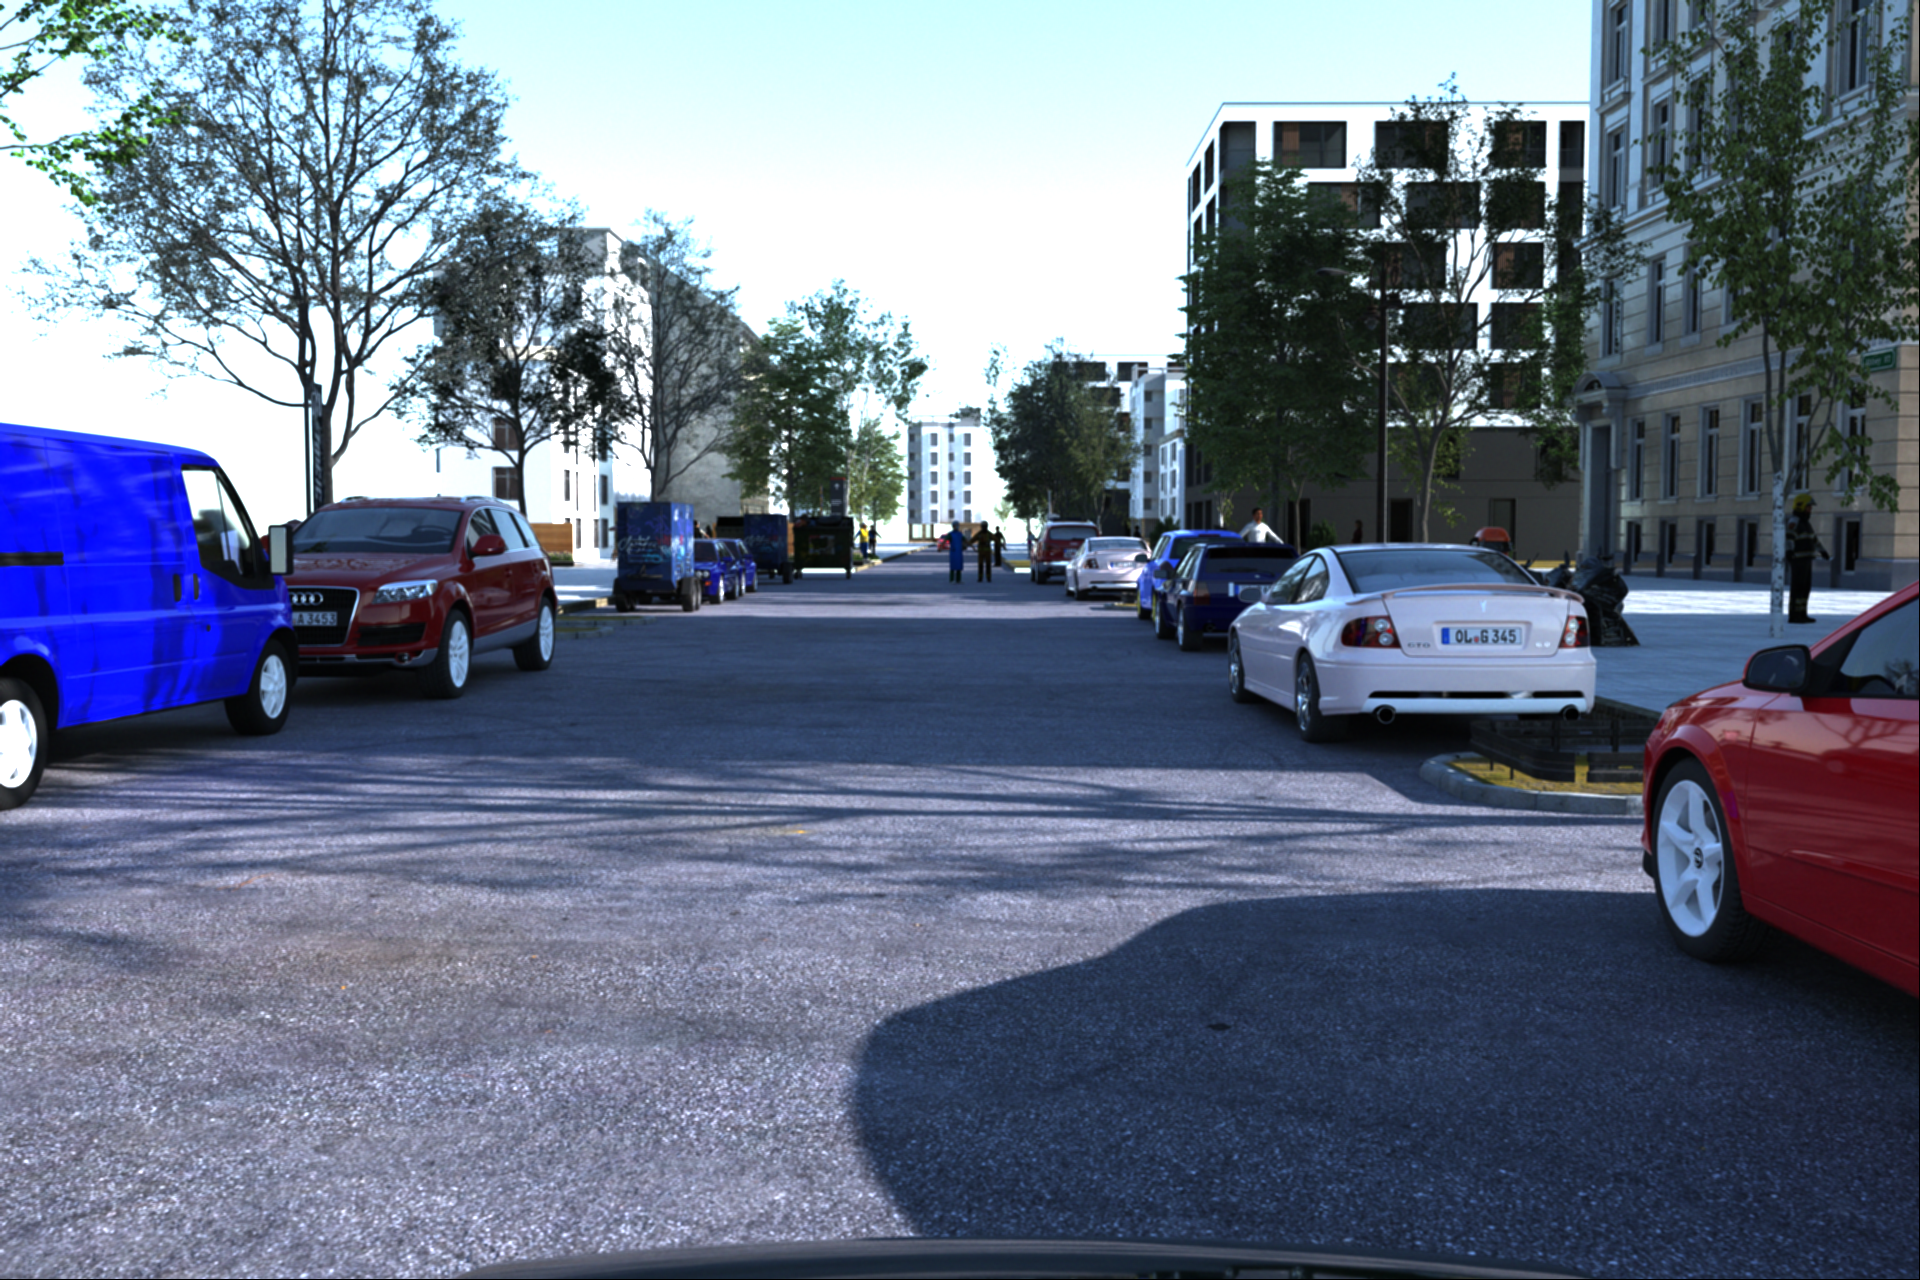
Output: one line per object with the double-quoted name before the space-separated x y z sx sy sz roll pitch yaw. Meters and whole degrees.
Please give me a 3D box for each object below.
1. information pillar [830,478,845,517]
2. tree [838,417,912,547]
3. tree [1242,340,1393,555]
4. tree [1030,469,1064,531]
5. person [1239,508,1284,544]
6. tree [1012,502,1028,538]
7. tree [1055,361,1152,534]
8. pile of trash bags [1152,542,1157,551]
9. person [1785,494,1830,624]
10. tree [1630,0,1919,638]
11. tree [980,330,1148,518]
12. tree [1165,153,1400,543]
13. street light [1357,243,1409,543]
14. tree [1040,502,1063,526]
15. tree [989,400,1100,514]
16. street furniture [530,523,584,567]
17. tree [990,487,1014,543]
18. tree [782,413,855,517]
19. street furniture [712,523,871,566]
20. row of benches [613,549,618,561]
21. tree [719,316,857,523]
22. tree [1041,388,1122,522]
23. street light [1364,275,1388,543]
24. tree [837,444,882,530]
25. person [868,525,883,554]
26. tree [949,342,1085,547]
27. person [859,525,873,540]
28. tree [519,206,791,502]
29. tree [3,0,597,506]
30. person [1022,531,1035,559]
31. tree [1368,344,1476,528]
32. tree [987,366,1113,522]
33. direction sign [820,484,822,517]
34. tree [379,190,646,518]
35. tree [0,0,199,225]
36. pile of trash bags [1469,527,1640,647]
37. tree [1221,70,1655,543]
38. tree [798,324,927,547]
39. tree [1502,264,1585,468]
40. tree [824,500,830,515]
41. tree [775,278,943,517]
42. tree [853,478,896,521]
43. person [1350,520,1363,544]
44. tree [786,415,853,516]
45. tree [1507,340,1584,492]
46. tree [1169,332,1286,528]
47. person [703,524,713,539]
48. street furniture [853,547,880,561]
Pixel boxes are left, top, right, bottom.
"information pillar" -5.619 -5.523 79.685 0.750 3.857 0.750 0 4 1
"tree" -8.362 -15.257 167.581 7.486 12.596 7.792 0 3 0
"tree" 14.574 -8.526 73.818 8.767 10.594 7.601 2 4 30
"tree" 7.295 -11.588 139.830 4.737 8.622 4.395 0 3 0
"person" 6.045 -1.774 35.166 1.344 1.810 0.704 -1 4 -21
"tree" 9.988 -19.043 261.715 4.737 8.622 4.395 0 3 0
"tree" 5.941 -7.544 73.703 4.360 8.622 3.978 0 3 0
"pile of trash bags" 7.385 -2.964 58.206 1.912 1.369 3.447 0 4 0
"person" 12.132 -1.171 24.919 1.351 1.858 0.704 -3 5 -43
"tree" 10.184 -4.314 20.900 4.737 8.622 4.395 0 3 0
"tree" 6.405 -11.939 105.571 12.009 13.543 11.850 0 3 0
"tree" 9.766 -8.209 52.350 7.486 12.596 7.792 0 3 0
"street light" 6.761 -3.367 27.837 0.468 5.910 1.993 0 3 0
"tree" 7.742 -12.621 156.718 4.737 8.622 4.395 0 3 0
"tree" 6.284 -11.381 120.495 7.601 10.594 8.767 2 4 34
"street furniture" -19.700 -3.860 69.967 9.812 1.723 11.010 -1 4 -11
"tree" 6.598 -18.708 256.236 4.737 8.622 4.395 0 3 0
"tree" -8.449 -9.166 100.221 4.737 8.622 4.395 0 3 0
"street furniture" -6.687 -3.941 71.292 11.010 1.723 9.812 0 4 -4
"row of benches" -15.610 -4.186 83.901 1.422 0.672 4.104 1 4 18
"tree" -9.110 -10.571 90.955 7.486 12.596 7.792 0 3 0
"tree" 6.501 -8.360 87.043 4.360 8.622 3.978 0 3 0
"street light" 7.997 -3.541 30.433 1.470 5.913 1.316 0 3 0
"tree" -8.661 -11.564 139.434 4.737 8.622 4.395 0 3 0
"person" -5.173 -5.839 101.401 1.347 1.837 0.705 1 4 8
"tree" 5.751 -19.288 171.246 12.611 20.169 13.585 0 3 0
"person" -5.437 -5.713 99.596 0.705 1.806 1.347 -3 4 -37
"tree" -11.303 -9.407 64.179 12.009 13.543 11.850 0 3 0
"tree" -12.094 -7.502 33.027 12.009 13.543 11.850 0 3 0
"person" 3.603 -4.949 90.188 0.599 1.433 0.991 3 5 44
"tree" 17.436 -7.020 65.141 4.737 8.622 4.395 0 3 0
"tree" 7.019 -13.706 130.749 9.857 13.997 8.962 0 3 0
"direction sign" -6.261 -5.270 78.167 0.379 3.537 0.876 0 4 1
"tree" -12.354 -6.933 47.761 7.601 10.594 8.767 -1 4 -21
"tree" -11.627 -5.588 17.125 9.928 11.665 9.643 0 3 0
"pile of trash bags" 6.856 -0.696 21.132 1.912 1.369 3.447 0 4 1
"tree" 9.593 -6.210 35.950 8.767 10.594 7.601 1 4 12
"tree" -8.874 -18.174 153.030 12.611 20.169 13.585 0 3 0
"tree" 24.470 -8.538 65.352 9.928 11.665 9.643 0 3 0
"tree" -21.010 -19.708 256.630 7.601 10.594 8.767 0 4 1
"tree" -7.602 -16.536 126.253 12.611 20.169 13.585 0 3 0
"tree" -12.880 -20.007 261.531 7.601 10.594 8.767 1 4 9
"person" 12.664 -2.976 55.462 0.721 1.729 1.215 2 4 24
"tree" -7.953 -9.562 106.694 4.360 8.622 3.978 0 3 0
"tree" 28.953 -8.708 76.791 8.767 10.594 7.601 -1 4 -21
"tree" 9.816 -6.920 63.499 4.737 8.622 4.395 0 3 0
"person" -14.994 -5.949 103.047 0.705 1.856 1.354 1 4 12
"street furniture" -8.840 -4.169 83.794 10.072 0.657 5.734 0 4 1
